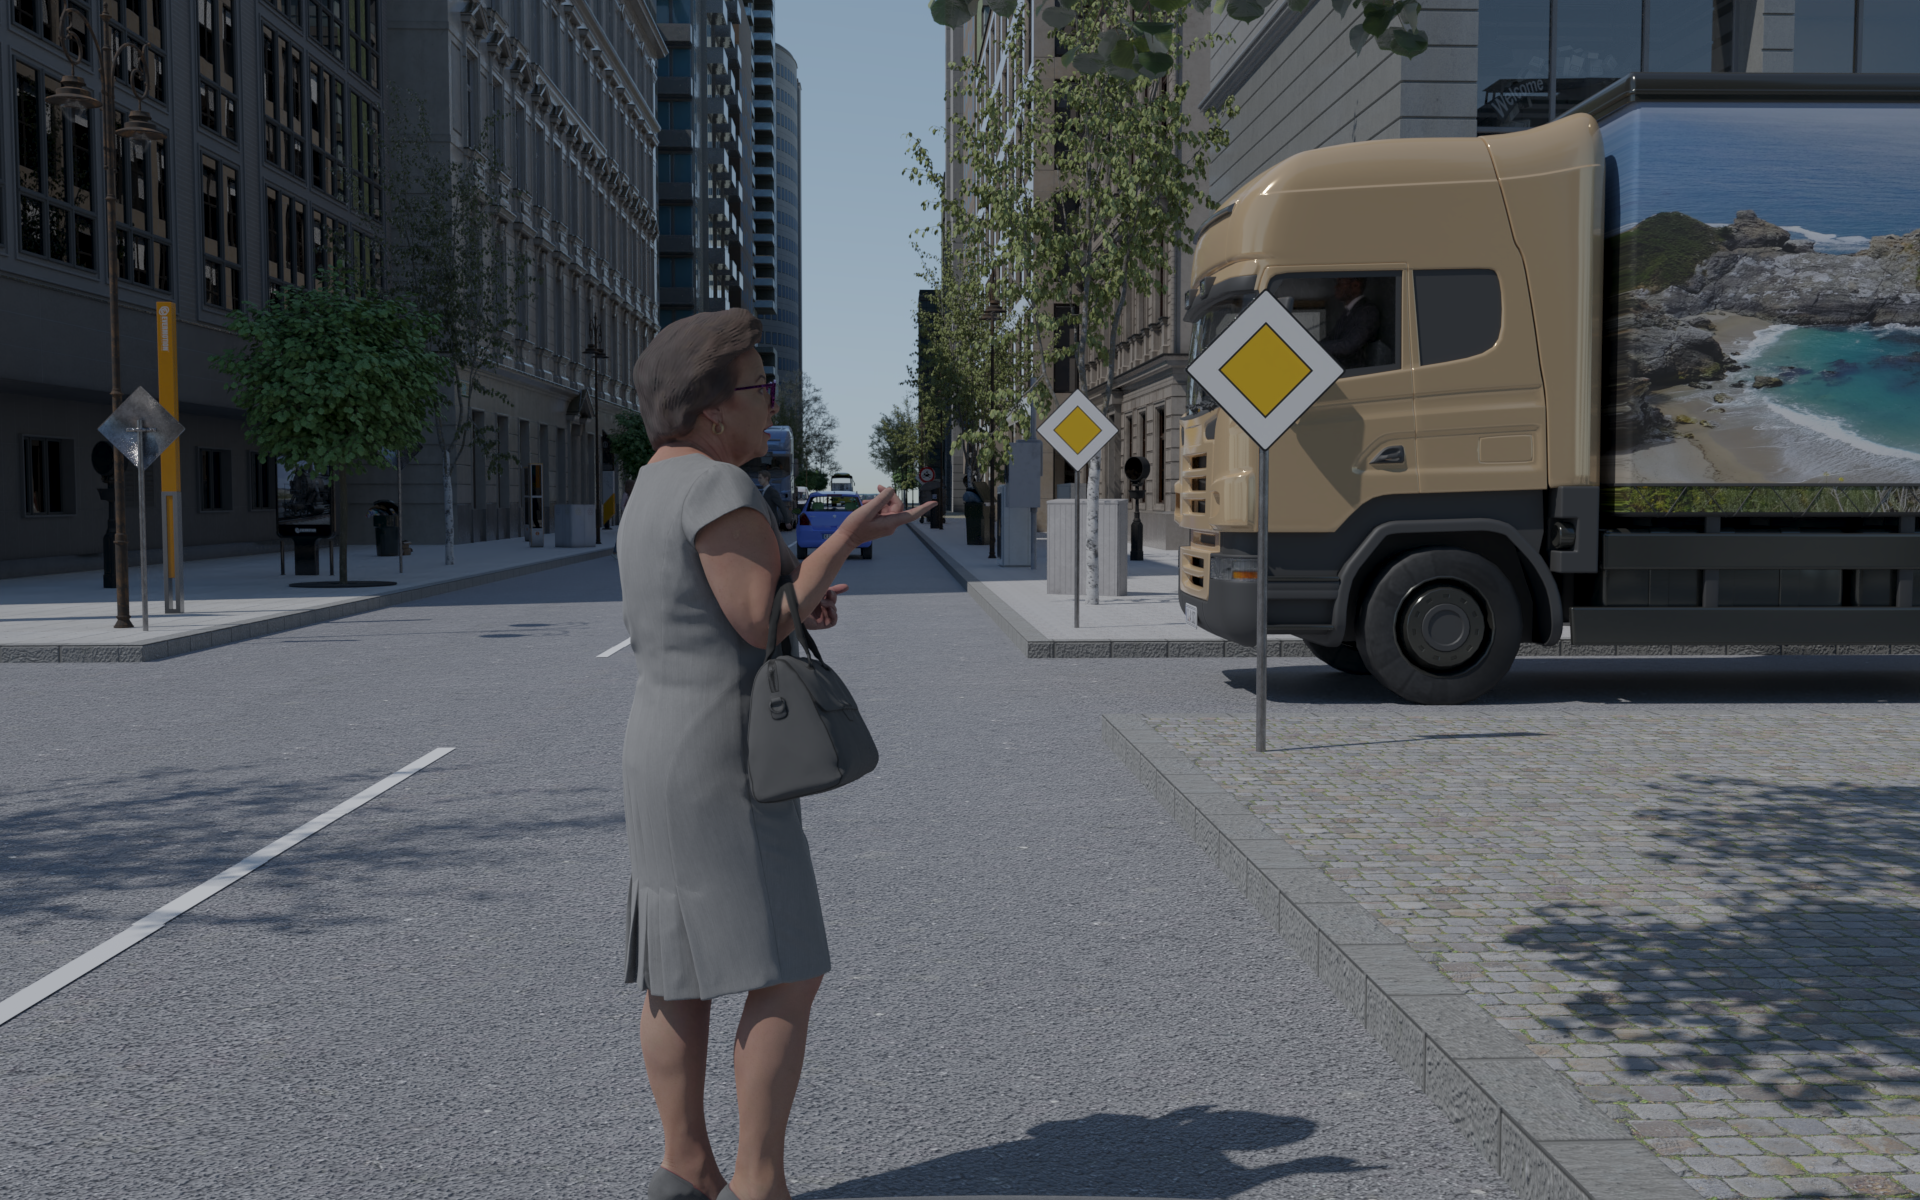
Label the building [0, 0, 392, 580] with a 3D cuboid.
[{"bbox_3d":[-19.915,-14.432,29.469,14.314,27.812,24.014,0,4,-3],"label":"building"}]

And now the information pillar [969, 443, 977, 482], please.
[{"bbox_3d":[0.575,-5.350,78.832,0.504,3.616,0.183,3,5,44],"label":"information pillar"}]

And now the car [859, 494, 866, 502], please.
[{"bbox_3d":[-7.108,-7.238,127.138,1.959,1.807,4.718,0,4,-3],"label":"car"}]

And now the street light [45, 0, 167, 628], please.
[{"bbox_3d":[-8.026,-2.670,16.444,0.468,5.910,1.993,0,4,-3],"label":"street light"}]

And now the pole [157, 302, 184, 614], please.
[{"bbox_3d":[-8.447,-1.510,18.528,0.158,3.312,0.155,0,3,0],"label":"pole"}]

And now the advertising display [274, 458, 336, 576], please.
[{"bbox_3d":[-10.314,-1.351,27.305,0.974,1.923,0.123,1,4,11],"label":"advertising display"}]

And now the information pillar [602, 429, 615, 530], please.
[{"bbox_3d":[-12.658,-4.341,62.331,0.504,3.616,0.183,2,4,28],"label":"information pillar"}]

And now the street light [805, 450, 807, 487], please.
[{"bbox_3d":[-15.640,-12.471,176.691,0.468,5.910,1.993,0,4,-3],"label":"street light"}]

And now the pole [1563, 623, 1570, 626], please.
[{"bbox_3d":[5.944,-1.402,16.774,0.158,3.312,0.155,0,3,0],"label":"pole"}]

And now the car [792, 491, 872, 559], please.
[{"bbox_3d":[-2.857,-1.818,39.318,1.945,1.707,3.694,0,4,-5],"label":"car"}]

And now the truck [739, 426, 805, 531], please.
[{"bbox_3d":[-8.093,-5.161,74.139,2.967,4.110,18.799,0,4,-3],"label":"truck"}]

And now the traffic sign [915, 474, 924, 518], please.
[{"bbox_3d":[-1.703,-4.860,80.652,0.795,2.450,0.064,0,4,1],"label":"traffic sign"}]

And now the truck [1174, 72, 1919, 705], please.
[{"bbox_3d":[6.662,-1.460,12.792,11.283,4.237,2.839,0,4,-1],"label":"truck"}]

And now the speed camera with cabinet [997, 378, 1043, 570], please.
[{"bbox_3d":[1.015,-2.192,30.182,0.660,3.252,2.038,0,4,-4],"label":"speed camera with cabinet"}]

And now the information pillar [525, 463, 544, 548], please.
[{"bbox_3d":[-10.196,-2.272,41.639,0.304,2.012,0.304,-2,4,-23],"label":"information pillar"}]

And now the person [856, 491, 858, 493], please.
[{"bbox_3d":[-13.197,-13.012,221.267,0.705,1.821,1.348,2,4,27],"label":"person"}]

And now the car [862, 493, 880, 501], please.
[{"bbox_3d":[-5.201,-6.075,108.118,1.959,1.807,4.718,0,4,-1],"label":"car"}]

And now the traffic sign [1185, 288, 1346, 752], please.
[{"bbox_3d":[1.495,-0.301,8.563,0.795,2.450,0.064,0,4,-3],"label":"traffic sign"}]

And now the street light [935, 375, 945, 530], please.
[{"bbox_3d":[-0.669,-5.478,62.352,0.468,5.910,1.993,0,4,-3],"label":"street light"}]

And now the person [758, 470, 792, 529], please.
[{"bbox_3d":[-3.433,-1.373,30.729,0.755,1.850,0.659,-2,4,-26],"label":"person"}]

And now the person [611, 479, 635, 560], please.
[{"bbox_3d":[-7.294,-1.761,37.890,0.643,1.750,0.593,1,4,18],"label":"person"}]

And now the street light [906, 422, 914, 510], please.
[{"bbox_3d":[-3.024,-8.456,111.046,0.468,5.910,1.993,0,4,-3],"label":"street light"}]

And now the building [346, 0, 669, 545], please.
[{"bbox_3d":[-21.584,-17.582,63.885,17.030,29.872,44.131,0,4,-3],"label":"building"}]

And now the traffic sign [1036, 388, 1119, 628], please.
[{"bbox_3d":[1.117,-0.789,16.539,0.795,2.450,0.064,0,4,-3],"label":"traffic sign"}]

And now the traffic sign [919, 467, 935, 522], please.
[{"bbox_3d":[-1.527,-4.899,80.205,0.768,2.556,0.104,0,4,4],"label":"traffic sign"}]

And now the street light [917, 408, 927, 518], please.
[{"bbox_3d":[-2.002,-7.244,91.235,0.468,5.910,1.993,0,4,-3],"label":"street light"}]

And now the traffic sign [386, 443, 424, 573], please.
[{"bbox_3d":[-9.062,-1.641,28.020,0.795,2.450,0.064,0,4,3],"label":"traffic sign"}]

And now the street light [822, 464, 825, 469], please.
[{"bbox_3d":[-18.359,-15.891,232.611,0.468,5.910,1.993,0,4,-3],"label":"street light"}]

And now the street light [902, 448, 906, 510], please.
[{"bbox_3d":[-4.332,-10.215,139.809,0.468,5.910,1.993,0,4,-3],"label":"street light"}]

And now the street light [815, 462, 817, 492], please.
[{"bbox_3d":[-16.960,-14.157,204.254,0.468,5.910,1.993,0,4,-3],"label":"street light"}]

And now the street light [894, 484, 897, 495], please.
[{"bbox_3d":[-6.899,-13.576,194.751,0.468,5.910,1.993,0,4,-3],"label":"street light"}]

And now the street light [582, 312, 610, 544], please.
[{"bbox_3d":[-9.273,-4.368,44.213,0.468,5.910,1.993,0,4,-3],"label":"street light"}]

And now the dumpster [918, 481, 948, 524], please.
[{"bbox_3d":[-1.173,-4.294,75.963,1.264,1.857,1.865,0,4,-3],"label":"dumpster"}]

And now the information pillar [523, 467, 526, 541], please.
[{"bbox_3d":[-11.583,-2.589,46.830,0.304,2.012,0.304,-3,5,-41],"label":"information pillar"}]

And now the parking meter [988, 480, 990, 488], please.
[{"bbox_3d":[1.309,-4.092,72.609,0.255,1.863,0.399,0,4,3],"label":"parking meter"}]

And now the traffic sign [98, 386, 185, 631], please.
[{"bbox_3d":[-7.619,-0.765,16.147,0.795,2.450,0.064,0,4,-3],"label":"traffic sign"}]

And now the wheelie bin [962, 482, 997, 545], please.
[{"bbox_3d":[0.472,-2.188,43.682,0.693,1.594,0.980,2,4,33],"label":"wheelie bin"}]

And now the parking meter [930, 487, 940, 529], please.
[{"bbox_3d":[-0.922,-3.417,64.285,0.372,1.533,0.369,0,3,0],"label":"parking meter"}]

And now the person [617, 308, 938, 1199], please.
[{"bbox_3d":[-0.342,0.342,3.260,0.532,1.782,0.716,-2,4,-28],"label":"person"}]

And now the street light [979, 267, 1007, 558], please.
[{"bbox_3d":[0.642,-3.769,34.410,0.468,5.910,1.993,0,4,-3],"label":"street light"}]
